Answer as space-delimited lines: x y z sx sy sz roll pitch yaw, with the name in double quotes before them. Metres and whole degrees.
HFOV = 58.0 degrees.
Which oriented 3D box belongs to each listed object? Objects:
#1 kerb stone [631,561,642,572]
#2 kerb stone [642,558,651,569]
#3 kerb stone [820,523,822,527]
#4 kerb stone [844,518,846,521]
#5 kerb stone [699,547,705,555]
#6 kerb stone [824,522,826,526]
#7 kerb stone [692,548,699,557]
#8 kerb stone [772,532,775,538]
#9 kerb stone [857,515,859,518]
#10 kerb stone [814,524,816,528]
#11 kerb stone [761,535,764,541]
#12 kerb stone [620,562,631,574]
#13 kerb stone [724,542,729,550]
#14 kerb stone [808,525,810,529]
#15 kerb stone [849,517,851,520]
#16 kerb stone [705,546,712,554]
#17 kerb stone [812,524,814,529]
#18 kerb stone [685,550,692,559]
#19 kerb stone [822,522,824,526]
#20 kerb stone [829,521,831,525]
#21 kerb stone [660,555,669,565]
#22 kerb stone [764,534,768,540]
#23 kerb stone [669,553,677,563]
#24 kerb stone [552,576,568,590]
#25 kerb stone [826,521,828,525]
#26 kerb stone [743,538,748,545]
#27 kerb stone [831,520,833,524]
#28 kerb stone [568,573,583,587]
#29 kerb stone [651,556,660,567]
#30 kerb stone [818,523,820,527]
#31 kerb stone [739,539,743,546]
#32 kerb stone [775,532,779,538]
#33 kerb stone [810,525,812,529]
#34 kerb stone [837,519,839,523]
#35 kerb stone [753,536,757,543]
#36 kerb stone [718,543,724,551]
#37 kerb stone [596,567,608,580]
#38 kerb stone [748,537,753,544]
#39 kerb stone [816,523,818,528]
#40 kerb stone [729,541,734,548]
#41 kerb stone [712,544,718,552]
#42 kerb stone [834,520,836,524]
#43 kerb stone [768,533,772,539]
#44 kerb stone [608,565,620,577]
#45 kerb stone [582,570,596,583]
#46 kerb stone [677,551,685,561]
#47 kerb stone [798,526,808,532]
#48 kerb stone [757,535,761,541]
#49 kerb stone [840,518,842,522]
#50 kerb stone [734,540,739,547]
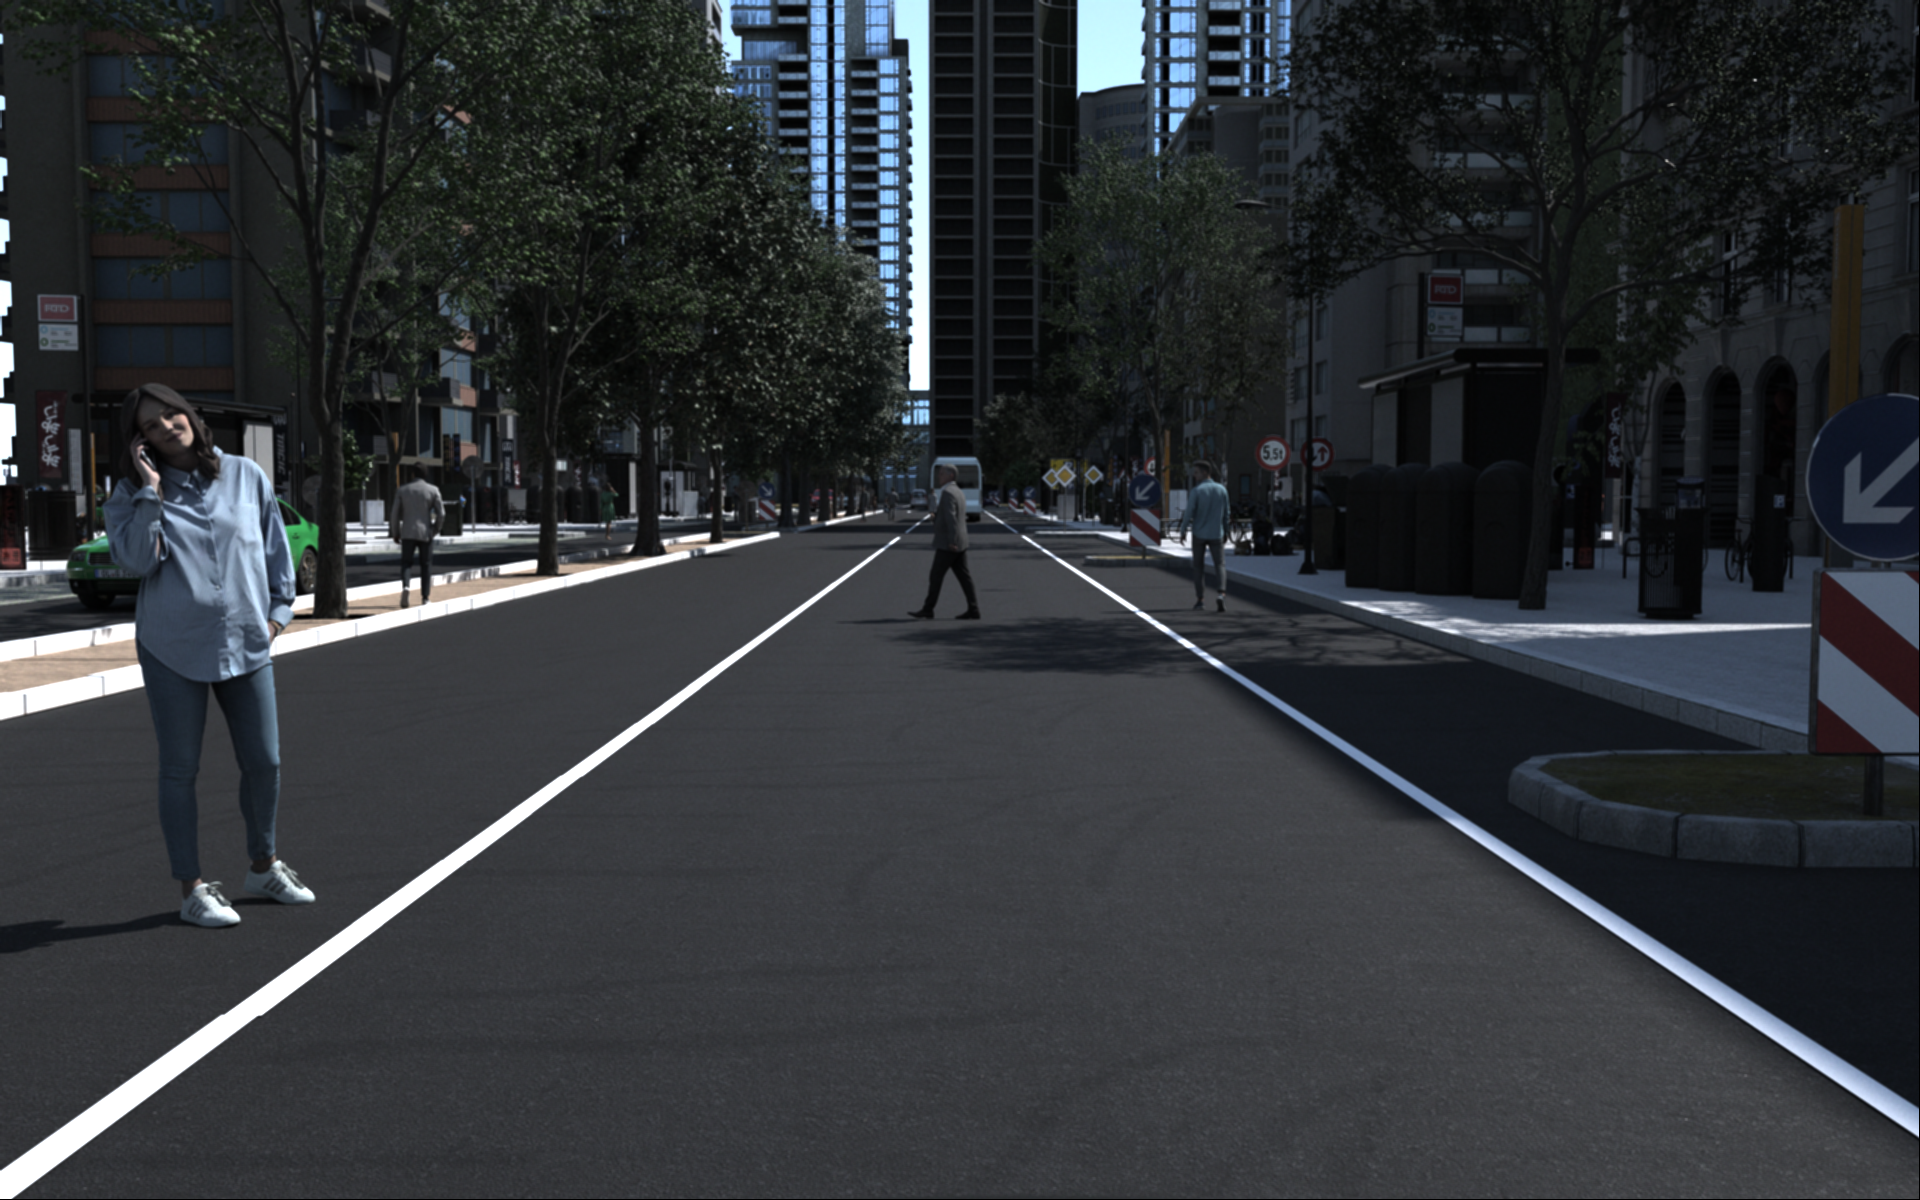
"kerb stone" -6.125 -0.613 32.223 0.120 0.150 1.000 0 3 0
"kerb stone" -6.126 -0.665 33.246 0.120 0.150 1.000 0 3 0
"kerb stone" -6.160 -3.214 74.785 0.120 0.150 1.000 0 3 0
"kerb stone" -6.176 -4.151 90.175 0.120 0.150 1.000 0 3 0
"kerb stone" -6.138 -1.110 40.421 0.120 0.150 1.000 0 3 0
"kerb stone" -6.165 -3.342 76.838 0.120 0.150 1.000 0 3 0
"kerb stone" -6.132 -1.052 39.399 0.120 0.150 1.000 0 3 0
"kerb stone" -6.143 -2.055 55.787 0.120 0.150 1.000 0 3 0
"kerb stone" -6.185 -4.909 102.458 0.120 0.150 1.000 0 3 0
"kerb stone" -6.154 -3.025 71.698 0.120 0.150 1.000 0 3 0
"kerb stone" -6.149 -1.867 52.720 0.120 0.150 1.000 0 3 0
"kerb stone" -6.122 -0.546 31.201 0.120 0.150 1.000 0 3 0
"kerb stone" -6.135 -1.365 44.531 0.120 0.150 1.000 0 3 0
"kerb stone" -6.160 -2.835 68.623 0.120 0.150 1.000 0 3 0
"kerb stone" -6.177 -4.408 94.269 0.120 0.150 1.000 0 3 0
"kerb stone" -6.134 -1.177 41.445 0.120 0.150 1.000 0 3 0
"kerb stone" -6.164 -2.964 70.675 0.120 0.150 1.000 0 3 0
"kerb stone" -6.125 -0.984 38.371 0.120 0.150 1.000 0 3 0
"kerb stone" -6.166 -3.279 75.815 0.120 0.150 1.000 0 3 0
"kerb stone" -6.166 -3.530 79.910 0.120 0.150 1.000 0 3 0
"kerb stone" -6.129 -0.798 35.289 0.120 0.150 1.000 0 3 0
"kerb stone" -6.148 -1.927 53.743 0.120 0.150 1.000 0 3 0
"kerb stone" -6.133 -0.861 36.316 0.120 0.150 1.000 0 3 0
"kerb stone" -6.120 -0.237 26.076 0.120 0.150 1.000 0 3 0
"kerb stone" -6.158 -3.398 77.861 0.120 0.150 1.000 0 3 0
"kerb stone" -6.143 -1.616 48.629 0.120 0.150 1.000 0 3 0
"kerb stone" -6.169 -3.593 80.941 0.120 0.150 1.000 0 3 0
"kerb stone" -6.115 -0.300 27.097 0.120 0.150 1.000 0 3 0
"kerb stone" -6.133 -0.738 34.267 0.120 0.150 1.000 0 3 0
"kerb stone" -6.165 -3.153 73.750 0.120 0.150 1.000 0 3 0
"kerb stone" -6.145 -1.554 47.605 0.120 0.150 1.000 0 3 0
"kerb stone" -6.146 -2.117 56.809 0.120 0.150 1.000 0 3 0
"kerb stone" -6.164 -2.902 69.647 0.120 0.150 1.000 0 3 0
"kerb stone" -6.169 -3.844 85.045 0.120 0.150 1.000 0 3 0
"kerb stone" -6.142 -1.739 50.673 0.120 0.150 1.000 0 3 0
"kerb stone" -6.133 -1.304 43.509 0.120 0.150 1.000 0 3 0
"kerb stone" -6.127 -0.422 29.153 0.120 0.150 1.000 0 3 0
"kerb stone" -6.140 -1.679 49.651 0.120 0.150 1.000 0 3 0
"kerb stone" -6.149 -3.088 72.727 0.120 0.150 1.000 0 3 0
"kerb stone" -6.137 -1.418 45.562 0.120 0.150 1.000 0 3 0
"kerb stone" -6.137 -1.241 42.487 0.120 0.150 1.000 0 3 0
"kerb stone" -6.166 -3.718 82.988 0.120 0.150 1.000 0 3 0
"kerb stone" -6.150 -1.990 54.765 0.120 0.150 1.000 0 3 0
"kerb stone" -6.125 -0.486 30.179 0.120 0.150 1.000 0 3 0
"kerb stone" -6.119 -0.363 28.131 0.120 0.150 1.000 0 3 0
"kerb stone" -6.132 -0.927 37.348 0.120 0.150 1.000 0 3 0
"kerb stone" -6.152 -2.777 67.599 0.120 0.150 1.000 0 3 0
"kerb stone" -6.138 -1.804 51.695 0.120 0.150 1.000 0 3 0
"kerb stone" -6.174 -3.970 87.097 0.120 0.150 1.000 0 3 0
"kerb stone" -6.143 -1.490 46.584 0.120 0.150 1.000 0 3 0
